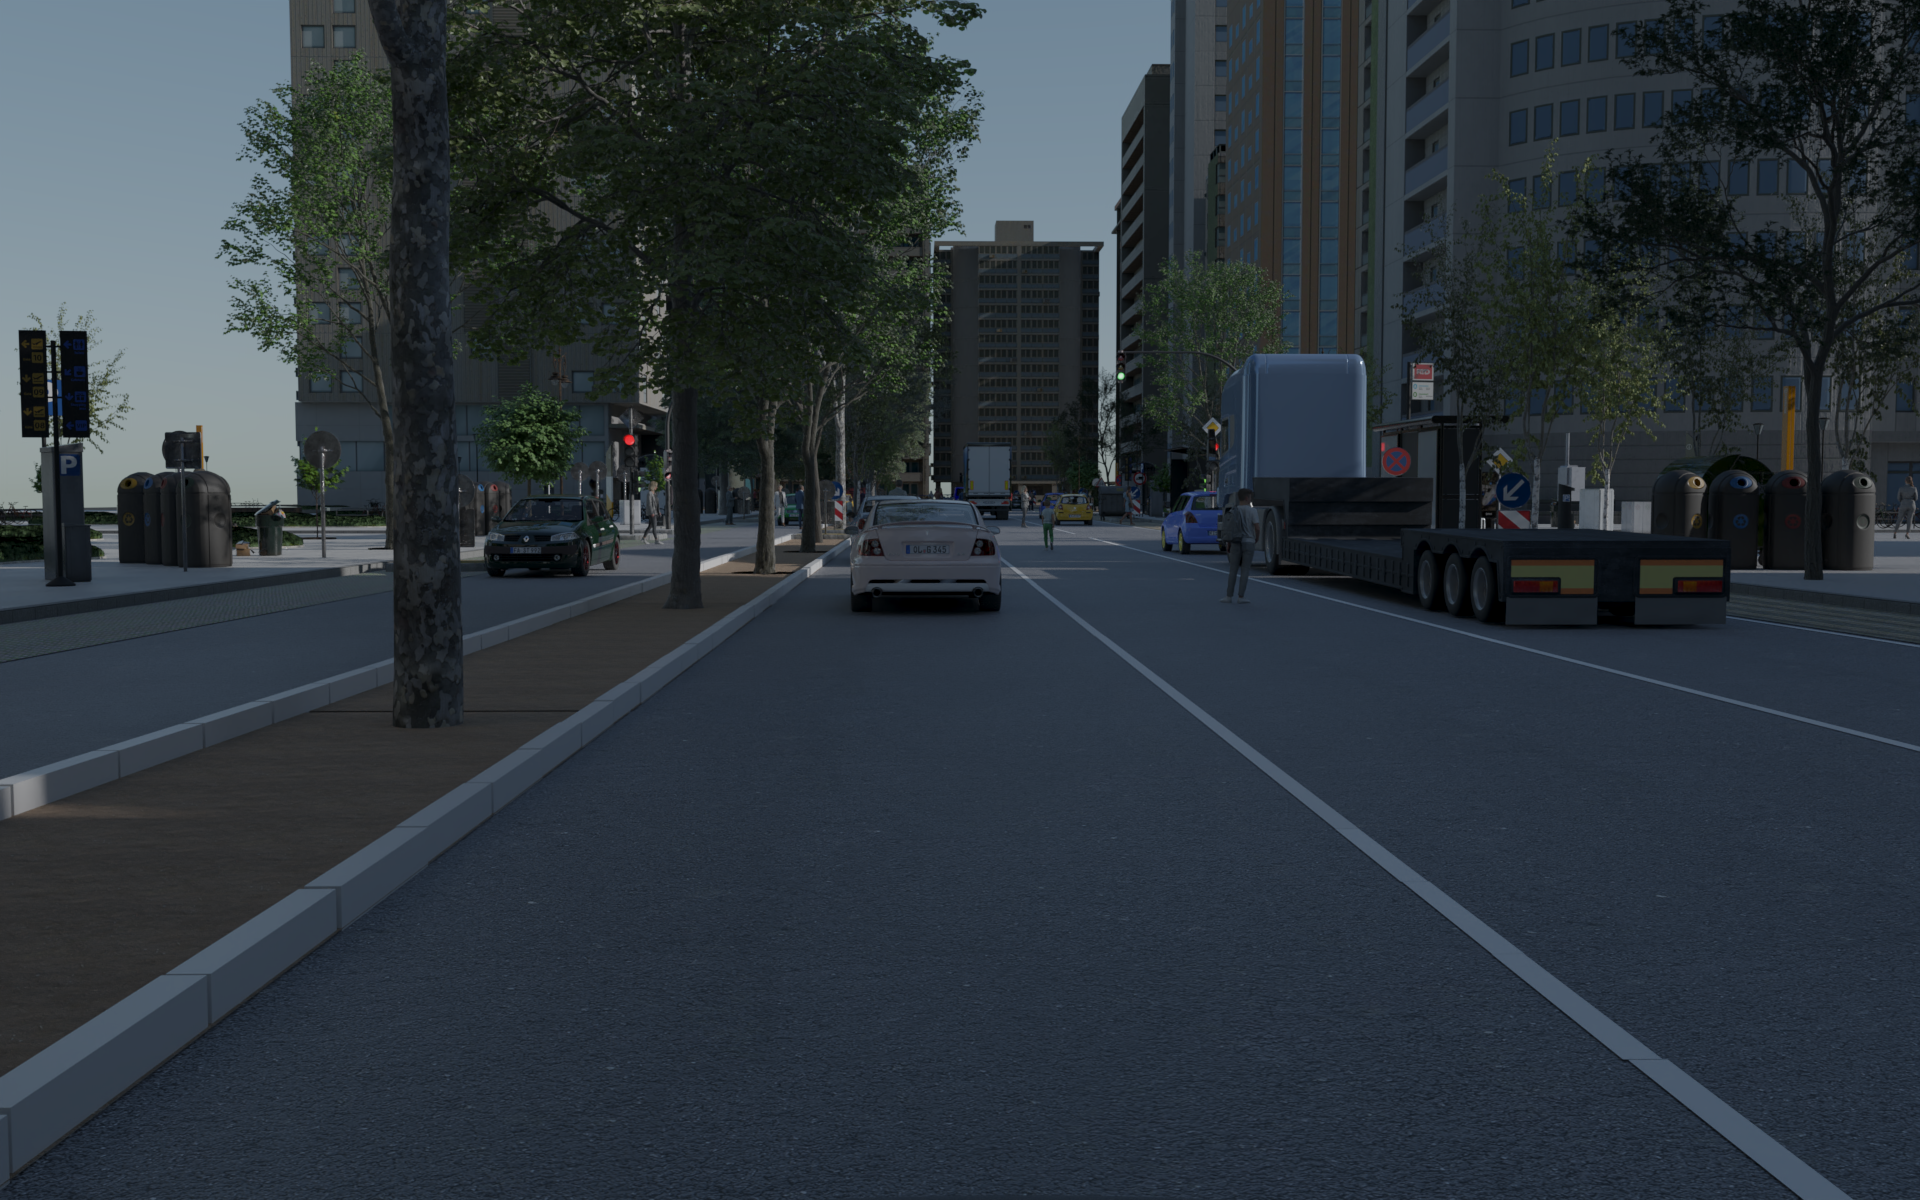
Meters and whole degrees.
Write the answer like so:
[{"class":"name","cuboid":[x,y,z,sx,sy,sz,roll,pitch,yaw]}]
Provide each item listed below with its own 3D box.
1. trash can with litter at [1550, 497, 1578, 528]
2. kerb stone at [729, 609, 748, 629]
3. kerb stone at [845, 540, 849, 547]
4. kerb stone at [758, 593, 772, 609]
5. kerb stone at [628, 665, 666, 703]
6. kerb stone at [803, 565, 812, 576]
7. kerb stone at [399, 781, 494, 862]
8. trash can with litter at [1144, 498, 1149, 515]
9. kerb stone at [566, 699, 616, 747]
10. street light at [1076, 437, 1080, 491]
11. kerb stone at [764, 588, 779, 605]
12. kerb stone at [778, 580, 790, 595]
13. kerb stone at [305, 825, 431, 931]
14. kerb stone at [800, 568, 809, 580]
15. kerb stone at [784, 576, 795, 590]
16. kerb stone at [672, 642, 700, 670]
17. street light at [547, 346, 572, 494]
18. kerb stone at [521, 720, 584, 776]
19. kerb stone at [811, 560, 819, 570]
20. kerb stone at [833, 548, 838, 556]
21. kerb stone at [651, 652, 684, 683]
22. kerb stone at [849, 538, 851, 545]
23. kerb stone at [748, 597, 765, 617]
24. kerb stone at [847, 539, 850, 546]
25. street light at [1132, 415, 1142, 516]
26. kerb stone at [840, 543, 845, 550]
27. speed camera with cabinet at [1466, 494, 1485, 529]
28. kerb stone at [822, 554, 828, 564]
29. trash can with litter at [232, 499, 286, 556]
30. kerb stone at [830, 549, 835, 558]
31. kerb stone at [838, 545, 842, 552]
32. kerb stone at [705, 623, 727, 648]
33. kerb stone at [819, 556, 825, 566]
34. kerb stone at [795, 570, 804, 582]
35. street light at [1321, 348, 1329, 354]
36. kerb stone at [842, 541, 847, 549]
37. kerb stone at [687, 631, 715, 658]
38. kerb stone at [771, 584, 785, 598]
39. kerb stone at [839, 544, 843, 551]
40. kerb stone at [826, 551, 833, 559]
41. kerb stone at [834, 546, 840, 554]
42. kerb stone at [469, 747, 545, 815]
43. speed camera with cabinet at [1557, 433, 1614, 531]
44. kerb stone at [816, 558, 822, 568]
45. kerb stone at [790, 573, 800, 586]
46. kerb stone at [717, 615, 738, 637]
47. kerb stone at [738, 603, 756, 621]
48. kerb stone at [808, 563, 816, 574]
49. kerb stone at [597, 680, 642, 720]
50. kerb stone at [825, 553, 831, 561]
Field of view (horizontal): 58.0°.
[{"class":"trash can with litter","cuboid":[23.194,-3.372,66.512,1.055,1.170,0.624,2,4,24]},{"class":"kerb stone","cuboid":[-2.403,0.227,18.482,0.120,0.150,1.000,0,4,-1]},{"class":"kerb stone","cuboid":[-3.048,-1.402,45.123,0.120,0.150,1.000,0,4,-1]},{"class":"kerb stone","cuboid":[-2.475,0.043,21.567,0.120,0.150,1.000,0,4,-1]},{"class":"kerb stone","cuboid":[-2.245,0.605,12.309,0.120,0.150,1.000,0,4,-1]},{"class":"kerb stone","cuboid":[-2.670,-0.457,29.760,0.120,0.150,1.000,0,4,-1]},{"class":"kerb stone","cuboid":[-2.129,0.918,7.191,0.120,0.150,1.000,0,4,-1]},{"class":"trash can with litter","cuboid":[11.465,-5.734,105.134,0.624,1.170,1.055,-1,4,-16]},{"class":"kerb stone","cuboid":[-2.201,0.735,10.259,0.120,0.150,1.000,0,4,-1]},{"class":"street light","cuboid":[9.474,-10.101,137.934,0.468,5.910,1.993,0,4,-1]},{"class":"kerb stone","cuboid":[-2.494,-0.024,22.588,0.120,0.150,1.000,0,4,-1]},{"class":"kerb stone","cuboid":[-2.547,-0.149,24.631,0.120,0.150,1.000,0,4,-1]},{"class":"kerb stone","cuboid":[-2.097,0.981,6.169,0.120,0.150,1.000,0,4,-1]},{"class":"kerb stone","cuboid":[-2.646,-0.400,28.733,0.120,0.150,1.000,0,4,-1]},{"class":"kerb stone","cuboid":[-2.571,-0.212,25.657,0.120,0.150,1.000,0,4,-1]},{"class":"kerb stone","cuboid":[-2.299,0.483,14.352,0.120,0.150,1.000,0,4,-1]},{"class":"street light","cuboid":[-12.494,-4.980,54.210,0.468,5.910,1.993,0,4,-1]},{"class":"kerb stone","cuboid":[-2.179,0.793,9.237,0.120,0.150,1.000,0,4,-1]},{"class":"kerb stone","cuboid":[-2.723,-0.588,31.811,0.120,0.150,1.000,0,4,-1]},{"class":"kerb stone","cuboid":[-2.887,-1.027,38.980,0.120,0.150,1.000,0,4,-1]},{"class":"kerb stone","cuboid":[-2.273,0.542,13.330,0.120,0.150,1.000,0,4,-1]},{"class":"kerb stone","cuboid":[-3.090,-1.527,47.169,0.120,0.150,1.000,0,4,-1]},{"class":"kerb stone","cuboid":[-2.443,0.102,20.534,0.120,0.150,1.000,0,4,-1]},{"class":"kerb stone","cuboid":[-3.067,-1.465,46.146,0.120,0.150,1.000,0,4,-1]},{"class":"street light","cuboid":[10.302,-7.829,100.792,0.468,5.910,1.993,0,4,-1]},{"class":"kerb stone","cuboid":[-2.994,-1.271,43.071,0.120,0.150,1.000,0,4,-1]},{"class":"speed camera with cabinet","cuboid":[18.879,-4.239,63.640,0.660,3.252,2.038,2,4,25]},{"class":"kerb stone","cuboid":[-2.795,-0.776,34.878,0.120,0.150,1.000,0,4,-1]},{"class":"trash can with litter","cuboid":[-14.545,-1.497,35.860,1.055,1.170,0.624,-2,4,-27]},{"class":"kerb stone","cuboid":[-2.870,-0.964,37.955,0.120,0.150,1.000,0,4,-1]},{"class":"kerb stone","cuboid":[-2.947,-1.152,41.027,0.120,0.150,1.000,0,4,-1]},{"class":"kerb stone","cuboid":[-2.345,0.354,16.412,0.120,0.150,1.000,0,4,-1]},{"class":"kerb stone","cuboid":[-2.768,-0.713,33.855,0.120,0.150,1.000,0,4,-1]},{"class":"kerb stone","cuboid":[-2.628,-0.337,27.708,0.120,0.150,1.000,0,4,-1]},{"class":"street light","cuboid":[11.470,-5.025,54.953,0.468,5.910,1.993,0,4,-1]},{"class":"kerb stone","cuboid":[-3.019,-1.339,44.101,0.120,0.150,1.000,0,4,-1]},{"class":"kerb stone","cuboid":[-2.322,0.417,15.385,0.120,0.150,1.000,0,4,-1]},{"class":"kerb stone","cuboid":[-2.524,-0.086,23.610,0.120,0.150,1.000,0,4,-1]},{"class":"kerb stone","cuboid":[-2.973,-1.214,42.048,0.120,0.150,1.000,0,4,-1]},{"class":"kerb stone","cuboid":[-2.846,-0.899,36.932,0.120,0.150,1.000,0,4,-1]},{"class":"kerb stone","cuboid":[-2.921,-1.089,40.005,0.120,0.150,1.000,0,4,-1]},{"class":"kerb stone","cuboid":[-2.150,0.857,8.215,0.120,0.150,1.000,0,4,-1]},{"class":"speed camera with cabinet","cuboid":[20.107,-3.750,55.646,0.660,3.252,2.038,-1,4,-20]},{"class":"kerb stone","cuboid":[-2.747,-0.646,32.833,0.120,0.150,1.000,0,4,-1]},{"class":"kerb stone","cuboid":[-2.598,-0.275,26.684,0.120,0.150,1.000,0,4,-1]},{"class":"kerb stone","cuboid":[-2.374,0.290,17.449,0.120,0.150,1.000,0,4,-1]},{"class":"kerb stone","cuboid":[-2.433,0.166,19.512,0.120,0.150,1.000,0,4,-1]},{"class":"kerb stone","cuboid":[-2.694,-0.525,30.783,0.120,0.150,1.000,0,4,-1]},{"class":"kerb stone","cuboid":[-2.229,0.667,11.287,0.120,0.150,1.000,0,4,-1]},{"class":"kerb stone","cuboid":[-2.821,-0.838,35.899,0.120,0.150,1.000,0,4,-1]}]
